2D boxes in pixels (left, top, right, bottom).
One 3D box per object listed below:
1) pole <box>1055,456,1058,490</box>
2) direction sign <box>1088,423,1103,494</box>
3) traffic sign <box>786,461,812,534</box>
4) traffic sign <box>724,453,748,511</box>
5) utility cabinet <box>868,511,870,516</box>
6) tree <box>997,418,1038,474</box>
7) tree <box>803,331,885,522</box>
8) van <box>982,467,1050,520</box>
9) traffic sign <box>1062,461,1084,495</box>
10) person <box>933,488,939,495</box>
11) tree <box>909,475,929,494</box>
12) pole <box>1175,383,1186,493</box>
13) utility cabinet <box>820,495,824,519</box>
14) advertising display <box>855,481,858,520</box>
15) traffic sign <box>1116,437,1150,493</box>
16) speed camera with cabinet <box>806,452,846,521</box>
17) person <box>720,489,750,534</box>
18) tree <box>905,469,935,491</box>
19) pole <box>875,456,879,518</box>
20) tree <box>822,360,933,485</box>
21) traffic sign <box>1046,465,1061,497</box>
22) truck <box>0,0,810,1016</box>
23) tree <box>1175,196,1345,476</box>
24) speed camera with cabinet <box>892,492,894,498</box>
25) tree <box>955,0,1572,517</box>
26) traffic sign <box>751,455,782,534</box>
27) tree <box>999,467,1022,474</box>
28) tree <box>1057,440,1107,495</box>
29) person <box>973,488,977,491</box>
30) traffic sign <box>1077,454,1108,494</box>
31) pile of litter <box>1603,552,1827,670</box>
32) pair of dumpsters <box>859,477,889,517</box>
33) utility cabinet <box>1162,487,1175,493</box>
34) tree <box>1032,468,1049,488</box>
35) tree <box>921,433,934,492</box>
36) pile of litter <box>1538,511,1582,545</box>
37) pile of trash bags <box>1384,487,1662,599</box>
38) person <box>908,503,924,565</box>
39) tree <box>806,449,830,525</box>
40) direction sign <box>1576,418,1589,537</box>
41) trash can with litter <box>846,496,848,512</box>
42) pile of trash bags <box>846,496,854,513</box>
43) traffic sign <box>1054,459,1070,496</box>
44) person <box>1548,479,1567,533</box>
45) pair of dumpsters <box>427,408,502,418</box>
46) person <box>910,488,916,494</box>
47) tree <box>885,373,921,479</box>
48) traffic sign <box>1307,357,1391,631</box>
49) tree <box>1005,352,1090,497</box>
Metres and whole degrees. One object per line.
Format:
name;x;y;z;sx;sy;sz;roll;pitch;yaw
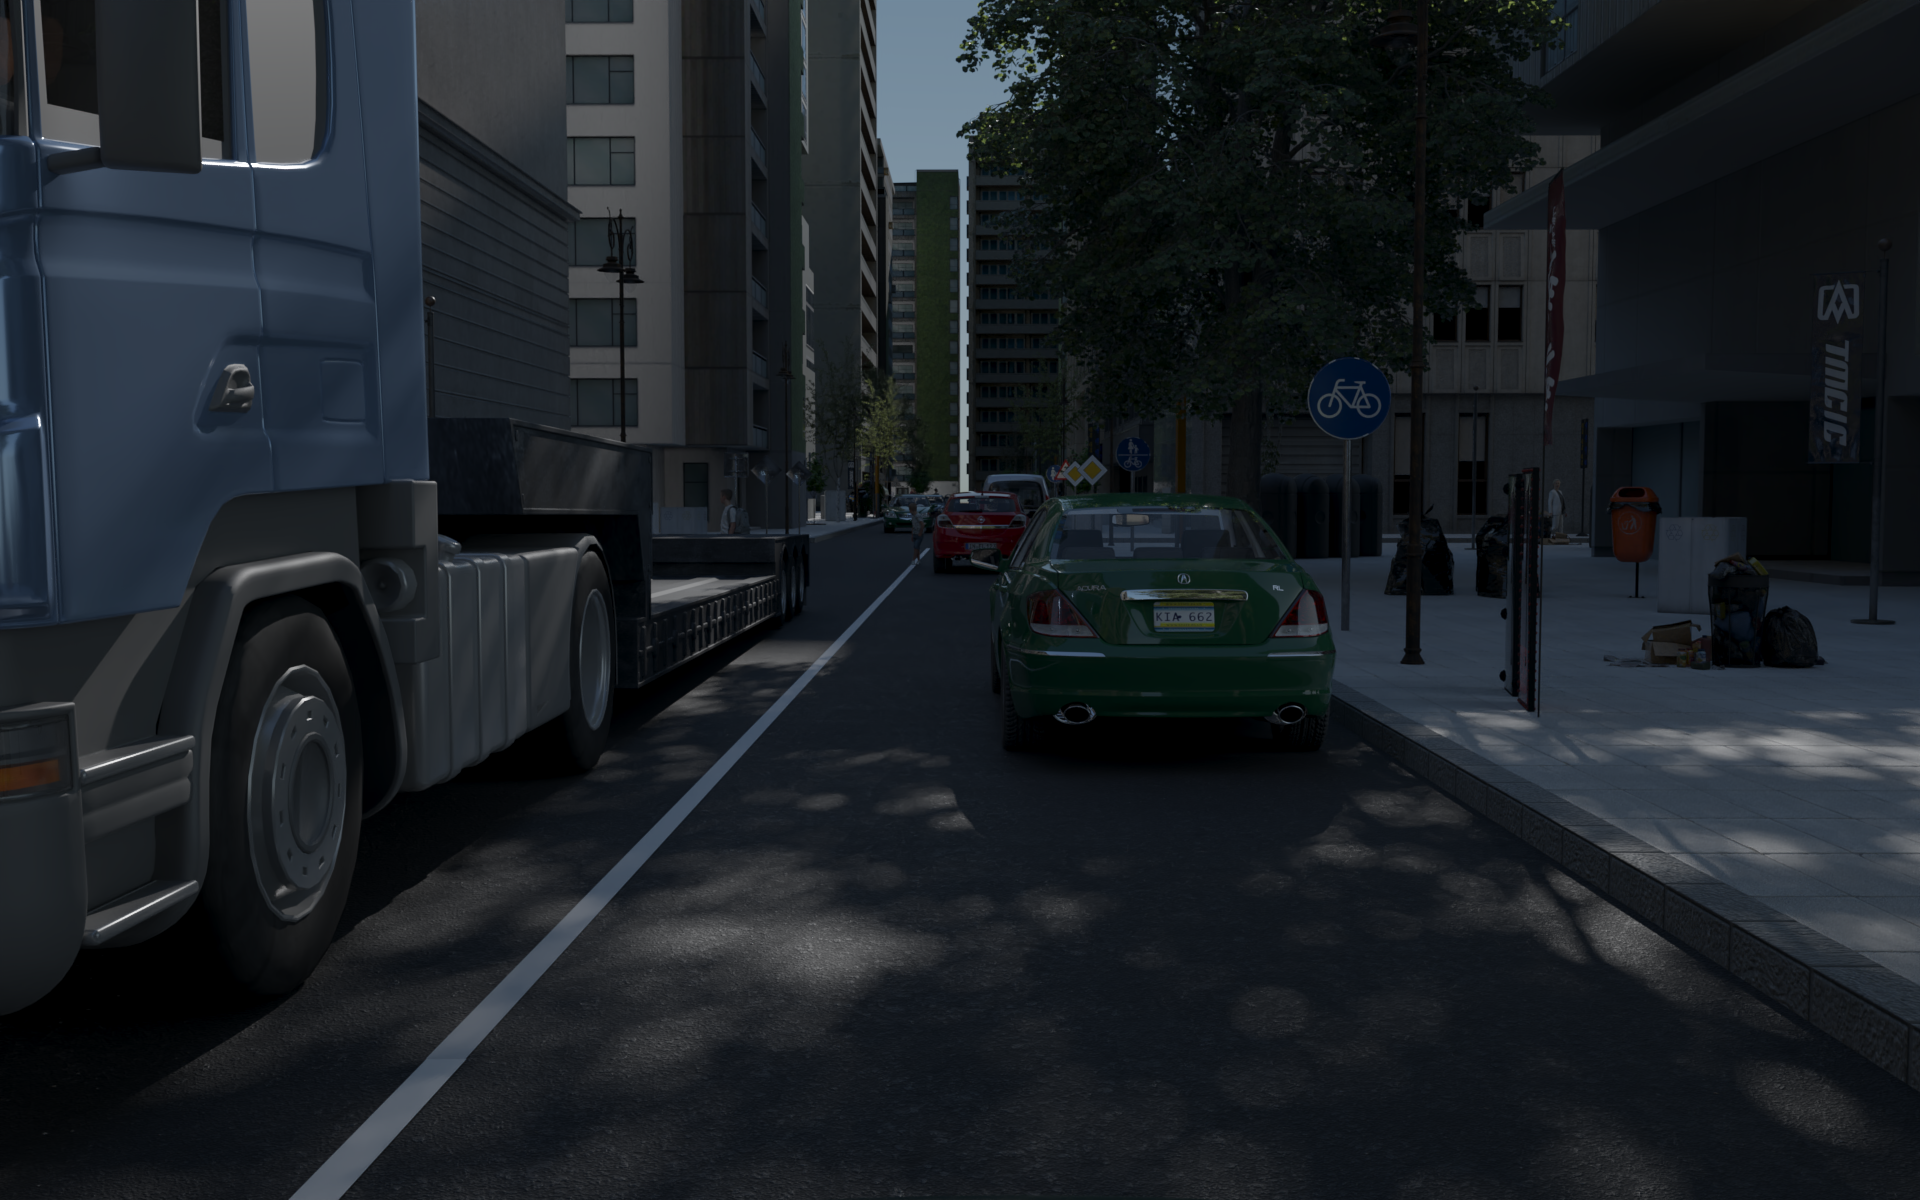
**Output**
pole;5.081;-5.962;91.320;0.158;3.312;0.155;0;3;0
direction sign;4.278;-3.874;55.330;0.379;3.537;0.876;-1;4;-18
traffic sign;-4.838;-2.967;52.145;0.795;2.450;0.064;0;4;1
traffic sign;-5.517;-2.479;42.662;0.606;2.300;0.079;0;4;5
utility cabinet;-5.778;-5.638;103.342;0.306;1.237;1.020;2;4;30
tree;5.388;-13.022;163.268;4.360;8.622;3.978;0;3;0
tree;-5.551;-7.832;78.413;4.360;8.622;3.978;0;3;0
van;1.182;-1.874;37.656;2.013;2.044;4.112;0;4;1
traffic sign;3.455;-2.959;52.029;0.795;2.450;0.064;0;4;1
person;-1.397;-6.023;107.319;0.599;1.781;0.374;1;4;18
tree;-4.098;-10.942;173.504;1.663;3.219;1.824;0;3;0
pole;3.998;-2.297;31.391;0.158;3.312;0.155;0;3;0
utility cabinet;-6.808;-4.838;90.265;0.306;1.237;1.020;3;5;41
advertising display;-5.125;-4.913;85.546;0.123;1.923;0.974;0;4;1
traffic sign;3.852;-2.357;38.642;0.768;2.556;0.104;0;4;2
speed camera with cabinet;-6.489;-5.398;82.597;2.038;3.252;0.660;-1;4;-10
person;-3.331;-0.855;25.079;0.503;1.515;0.523;3;5;43
tree;-4.579;-13.219;199.837;4.285;4.588;4.351;0;3;0
pole;-4.421;-6.032;92.471;0.158;3.312;0.155;0;3;0
tree;-5.301;-11.353;120.036;7.601;10.594;8.767;2;4;28
traffic sign;4.163;-4.629;75.784;0.768;2.556;0.104;0;4;5
truck;-3.071;-1.355;11.910;2.967;4.110;18.799;0;3;0
tree;7.029;-5.506;40.390;4.360;8.622;3.978;0;3;0
speed camera with cabinet;-5.859;-8.136;127.352;2.038;3.252;0.660;0;4;1
tree;4.110;-7.246;25.134;9.857;13.997;8.962;0;3;0
traffic sign;-4.931;-2.478;44.161;0.795;2.450;0.064;0;4;1
tree;5.908;-13.489;204.266;4.285;4.588;4.351;0;3;0
tree;4.569;-4.148;62.419;1.663;3.219;1.824;0;3;0
person;0.673;-4.739;86.818;0.643;1.720;0.563;2;4;32
traffic sign;3.362;-2.471;44.044;0.795;2.450;0.064;0;4;1
pile of litter;5.720;0.052;13.117;1.719;0.858;1.176;1;4;10
pair of dumpsters;-4.836;-5.759;96.651;1.574;2.255;4.437;0;4;0
utility cabinet;6.820;-2.926;56.513;0.318;1.500;1.173;1;4;17
tree;5.745;-8.221;129.021;1.663;3.219;1.824;0;3;0
tree;-4.530;-14.374;185.375;4.360;8.622;3.978;0;3;0
pile of litter;14.932;-1.831;43.903;1.719;0.858;1.176;1;4;12
pile of trash bags;7.061;-0.746;21.944;3.447;1.369;1.912;2;4;33
person;-0.877;-1.331;34.945;0.352;1.250;0.332;1;4;8
tree;-5.992;-4.739;72.091;1.663;3.219;1.824;0;3;0
direction sign;18.840;-3.690;52.325;0.379;3.537;0.876;1;4;8
trash can with litter;-8.011;-6.365;115.452;1.055;1.170;0.624;2;4;33
pile of trash bags;-6.536;-6.620;117.995;1.912;1.369;3.447;-3;5;-43
traffic sign;3.957;-3.963;64.798;0.884;2.594;0.081;0;4;8
person;16.280;-2.390;47.454;0.818;1.842;0.514;2;4;28
pair of dumpsters;-5.740;-0.965;18.269;1.574;2.255;4.437;0;4;1
person;-3.011;-6.277;111.102;0.573;1.828;0.580;-3;5;-44
tree;-4.705;-9.503;105.741;4.360;8.622;3.978;0;3;0
traffic sign;3.621;-0.984;16.199;0.768;2.556;0.104;0;4;4
tree;4.616;-8.366;87.151;4.737;8.622;4.395;0;3;0
